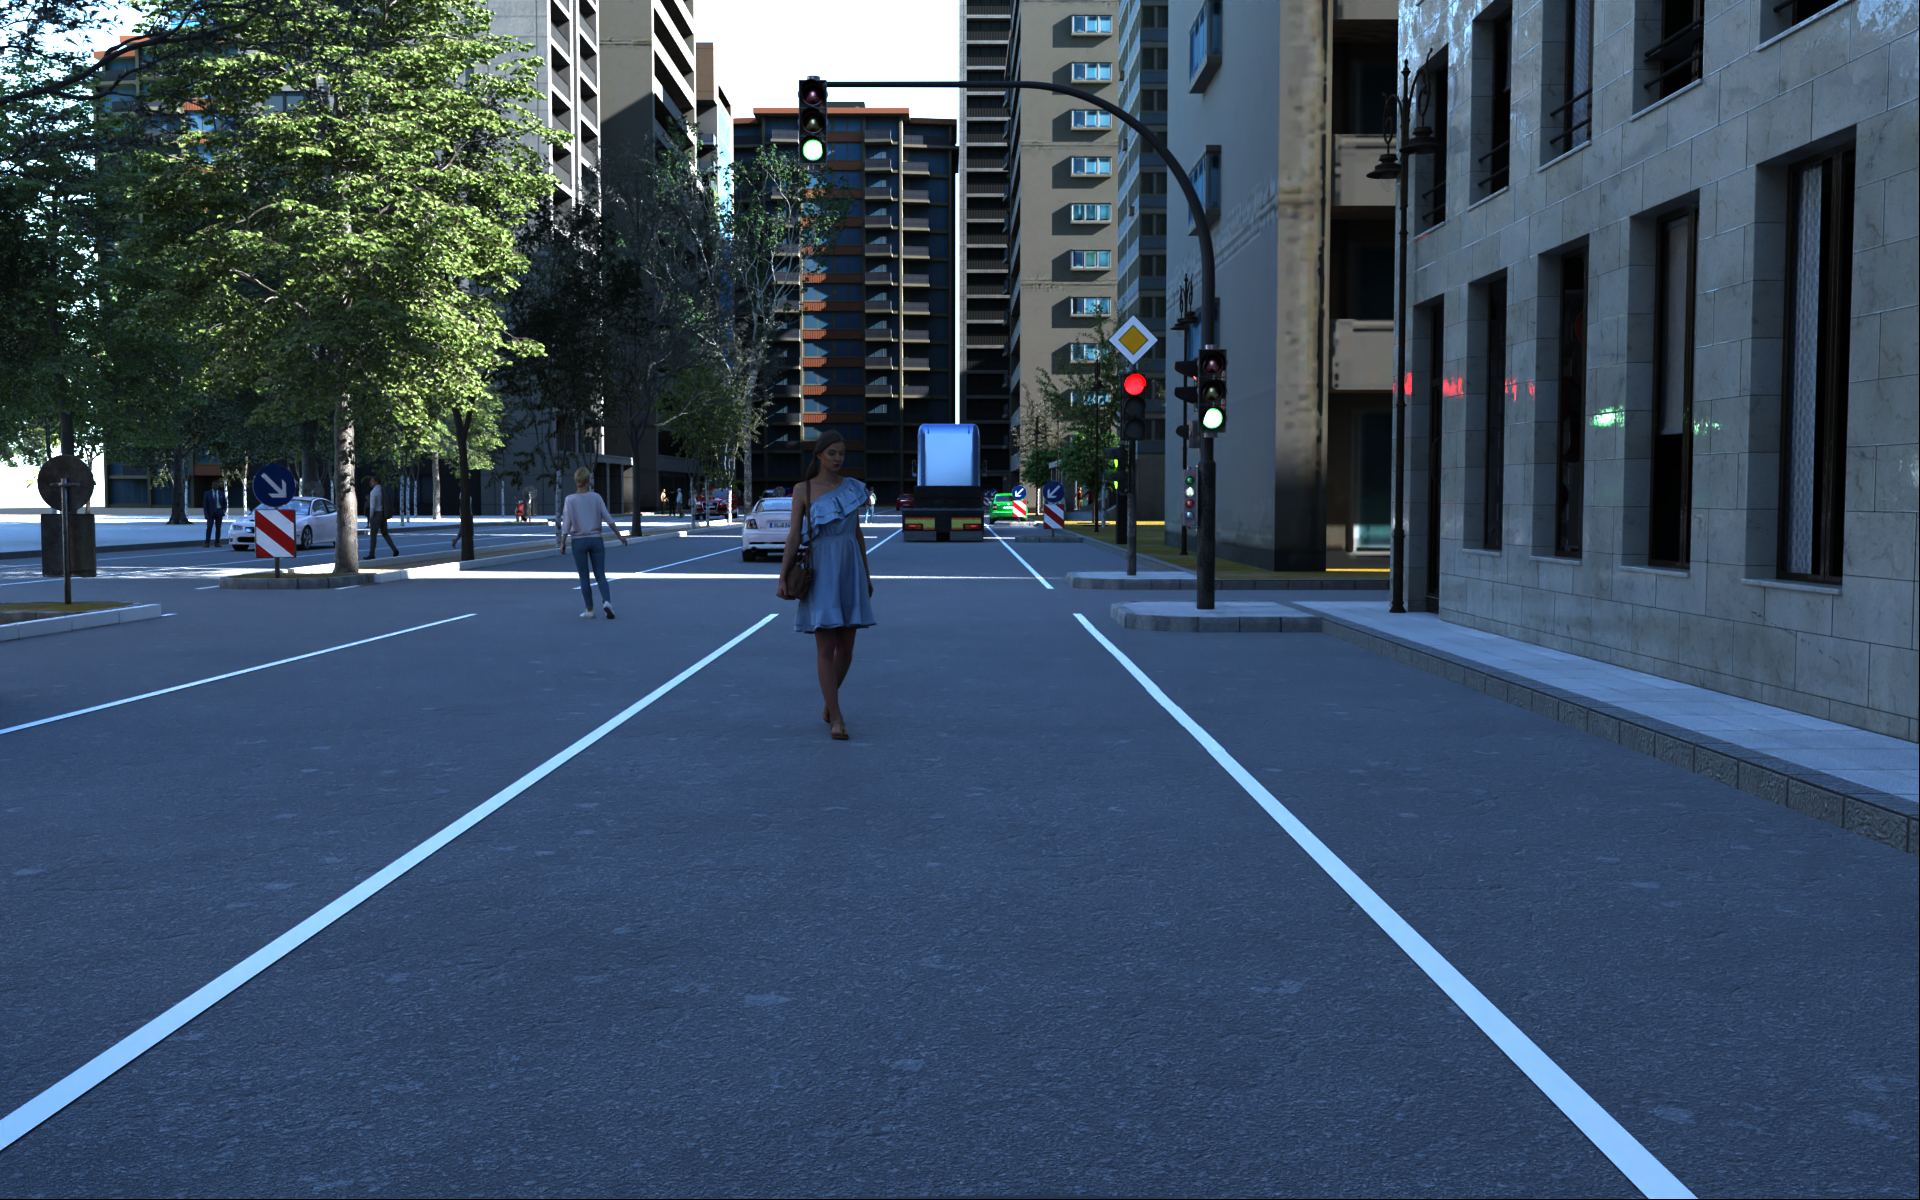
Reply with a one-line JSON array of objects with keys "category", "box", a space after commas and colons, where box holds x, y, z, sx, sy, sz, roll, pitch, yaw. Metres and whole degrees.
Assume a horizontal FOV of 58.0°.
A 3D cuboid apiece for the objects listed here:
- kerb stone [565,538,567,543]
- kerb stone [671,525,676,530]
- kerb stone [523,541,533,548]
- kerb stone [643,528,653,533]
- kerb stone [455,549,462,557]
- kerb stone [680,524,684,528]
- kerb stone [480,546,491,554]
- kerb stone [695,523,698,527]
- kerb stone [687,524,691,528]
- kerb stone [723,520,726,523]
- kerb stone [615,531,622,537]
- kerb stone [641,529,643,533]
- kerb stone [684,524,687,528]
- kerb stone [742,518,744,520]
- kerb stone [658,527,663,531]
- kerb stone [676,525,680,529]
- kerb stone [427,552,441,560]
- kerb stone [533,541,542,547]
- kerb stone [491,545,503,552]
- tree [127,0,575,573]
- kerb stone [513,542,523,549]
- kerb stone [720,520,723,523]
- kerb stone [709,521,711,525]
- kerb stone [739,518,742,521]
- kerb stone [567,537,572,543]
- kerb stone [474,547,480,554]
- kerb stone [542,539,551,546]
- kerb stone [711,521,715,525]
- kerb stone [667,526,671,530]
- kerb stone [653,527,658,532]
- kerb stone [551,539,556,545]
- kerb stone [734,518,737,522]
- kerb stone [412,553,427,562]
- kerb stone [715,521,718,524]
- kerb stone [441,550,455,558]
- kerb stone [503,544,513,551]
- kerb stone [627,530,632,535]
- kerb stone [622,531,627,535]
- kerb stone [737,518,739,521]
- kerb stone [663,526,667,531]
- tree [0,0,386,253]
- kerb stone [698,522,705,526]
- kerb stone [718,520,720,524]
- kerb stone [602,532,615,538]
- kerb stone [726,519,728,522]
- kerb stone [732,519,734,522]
[{"category": "kerb stone", "box": [-11.561, -1.694, 49.897, 0.120, 0.150, 1.000, 0, 4, 0]}, {"category": "kerb stone", "box": [-11.636, -2.885, 69.360, 0.120, 0.150, 1.000, 0, 4, 0]}, {"category": "kerb stone", "box": [-11.549, -1.443, 45.793, 0.120, 0.150, 1.000, 0, 4, 0]}, {"category": "kerb stone", "box": [-11.618, -2.569, 64.237, 0.120, 0.150, 1.000, 0, 4, 0]}, {"category": "kerb stone", "box": [-11.531, -1.061, 39.642, 0.120, 0.150, 1.000, 0, 4, 0]}, {"category": "kerb stone", "box": [-11.641, -3.008, 71.405, 0.120, 0.150, 1.000, 0, 4, 0]}, {"category": "kerb stone", "box": [-11.538, -1.192, 41.692, 0.120, 0.150, 1.000, 0, 4, 0]}, {"category": "kerb stone", "box": [-11.655, -3.261, 75.505, 0.120, 0.150, 1.000, 0, 4, 0]}, {"category": "kerb stone", "box": [-11.647, -3.133, 73.461, 0.120, 0.150, 1.000, 0, 4, 0]}, {"category": "kerb stone", "box": [-11.688, -3.825, 84.735, 0.120, 0.150, 1.000, 0, 4, 0]}, {"category": "kerb stone", "box": [-11.594, -2.194, 58.088, 0.120, 0.150, 1.000, 0, 4, 0]}, {"category": "kerb stone", "box": [-11.615, -2.441, 62.191, 0.120, 0.150, 1.000, 0, 4, 0]}, {"category": "kerb stone", "box": [-11.641, -3.072, 72.427, 0.120, 0.150, 1.000, 0, 4, 0]}, {"category": "kerb stone", "box": [-11.709, -4.264, 91.915, 0.120, 0.150, 1.000, 0, 4, 0]}, {"category": "kerb stone", "box": [-11.622, -2.696, 66.282, 0.120, 0.150, 1.000, 0, 4, 0]}, {"category": "kerb stone", "box": [-11.638, -2.946, 70.382, 0.120, 0.150, 1.000, 0, 4, 0]}, {"category": "kerb stone", "box": [-11.524, -0.938, 37.590, 0.120, 0.150, 1.000, 0, 4, 0]}, {"category": "kerb stone", "box": [-11.553, -1.506, 46.818, 0.120, 0.150, 1.000, 0, 4, 0]}, {"category": "kerb stone", "box": [-11.536, -1.253, 42.717, 0.120, 0.150, 1.000, 0, 4, 0]}, {"category": "tree", "box": [-10.505, -6.655, 29.387, 7.486, 12.596, 7.792, 0, 3, 0]}, {"category": "kerb stone", "box": [-11.544, -1.381, 44.769, 0.120, 0.150, 1.000, 0, 4, 0]}, {"category": "kerb stone", "box": [-11.686, -3.759, 83.710, 0.120, 0.150, 1.000, 0, 4, 0]}, {"category": "kerb stone", "box": [-11.675, -3.512, 79.612, 0.120, 0.150, 1.000, 0, 4, 0]}, {"category": "kerb stone", "box": [-11.716, -4.202, 90.893, 0.120, 0.150, 1.000, 0, 4, 0]}, {"category": "kerb stone", "box": [-11.574, -1.756, 50.921, 0.120, 0.150, 1.000, 0, 4, 0]}, {"category": "kerb stone", "box": [-11.532, -1.127, 40.670, 0.120, 0.150, 1.000, 0, 4, 0]}, {"category": "kerb stone", "box": [-11.553, -1.560, 47.843, 0.120, 0.150, 1.000, 0, 4, 0]}, {"category": "kerb stone", "box": [-11.664, -3.574, 80.635, 0.120, 0.150, 1.000, 0, 4, 0]}, {"category": "kerb stone", "box": [-11.627, -2.820, 68.336, 0.120, 0.150, 1.000, 0, 4, 0]}, {"category": "kerb stone", "box": [-11.615, -2.634, 65.259, 0.120, 0.150, 1.000, 0, 4, 0]}, {"category": "kerb stone", "box": [-11.563, -1.630, 48.873, 0.120, 0.150, 1.000, 0, 4, 0]}, {"category": "kerb stone", "box": [-11.697, -4.072, 88.830, 0.120, 0.150, 1.000, 0, 4, 0]}, {"category": "kerb stone", "box": [-11.516, -0.875, 36.567, 0.120, 0.150, 1.000, 0, 4, 0]}, {"category": "kerb stone", "box": [-11.671, -3.637, 81.658, 0.120, 0.150, 1.000, 0, 4, 0]}, {"category": "kerb stone", "box": [-11.527, -1.003, 38.613, 0.120, 0.150, 1.000, 0, 4, 0]}, {"category": "kerb stone", "box": [-11.545, -1.313, 43.740, 0.120, 0.150, 1.000, 0, 4, 0]}, {"category": "kerb stone", "box": [-11.607, -2.319, 60.141, 0.120, 0.150, 1.000, 0, 4, 0]}, {"category": "kerb stone", "box": [-11.596, -2.258, 59.111, 0.120, 0.150, 1.000, 0, 4, 0]}, {"category": "kerb stone", "box": [-11.702, -4.139, 89.869, 0.120, 0.150, 1.000, 0, 4, 0]}, {"category": "kerb stone", "box": [-11.622, -2.759, 67.306, 0.120, 0.150, 1.000, 0, 4, 0]}, {"category": "tree", "box": [-10.119, -6.159, 13.522, 12.009, 13.543, 11.850, 0, 3, 0]}, {"category": "kerb stone", "box": [-11.658, -3.386, 77.557, 0.120, 0.150, 1.000, 0, 4, 0]}, {"category": "kerb stone", "box": [-11.685, -3.699, 82.680, 0.120, 0.150, 1.000, 0, 4, 0]}, {"category": "kerb stone", "box": [-11.599, -2.132, 57.062, 0.120, 0.150, 1.000, 0, 4, 0]}, {"category": "kerb stone", "box": [-11.690, -3.888, 85.757, 0.120, 0.150, 1.000, 0, 4, 0]}, {"category": "kerb stone", "box": [-11.698, -4.013, 87.805, 0.120, 0.150, 1.000, 0, 4, 0]}]
